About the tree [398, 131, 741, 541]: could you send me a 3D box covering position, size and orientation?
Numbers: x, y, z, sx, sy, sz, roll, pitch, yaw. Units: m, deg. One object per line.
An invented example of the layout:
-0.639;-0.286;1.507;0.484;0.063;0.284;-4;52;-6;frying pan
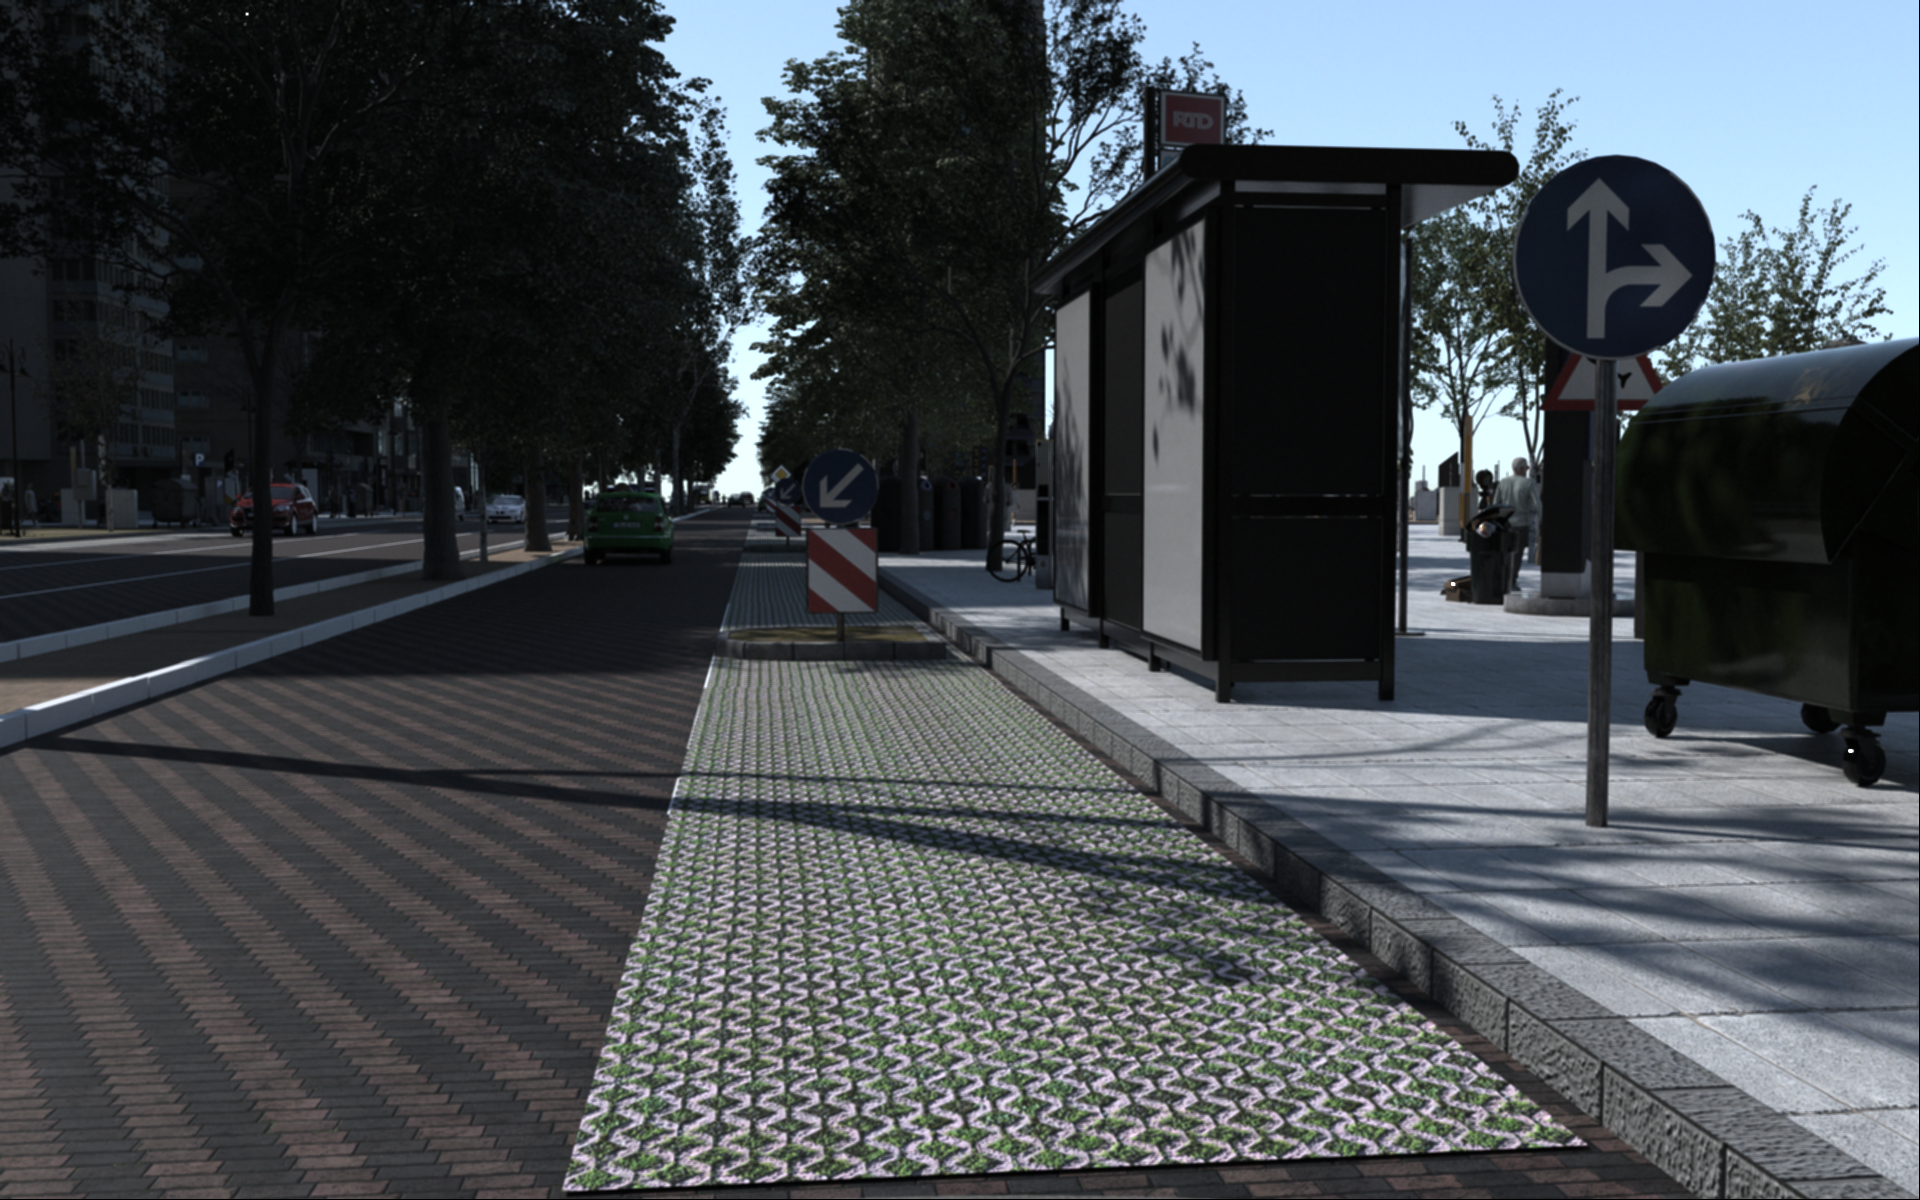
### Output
-11.667;-8.131;52.406;9.611;12.733;9.660;0;3;0;tree

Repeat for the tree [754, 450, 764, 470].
-30.812;-23.834;300.054;12.009;13.543;11.850;0;3;0;tree

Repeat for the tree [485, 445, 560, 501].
-42.440;-15.208;166.770;7.486;12.596;7.792;0;3;0;tree

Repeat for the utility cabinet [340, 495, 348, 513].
-43.004;-6.713;120.919;0.306;1.237;1.020;0;4;2;utility cabinet

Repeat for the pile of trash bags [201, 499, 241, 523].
-31.993;-4.114;77.010;3.447;1.369;1.912;0;4;2;pile of trash bags

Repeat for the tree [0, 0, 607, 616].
-8.169;-5.062;19.637;8.767;10.594;7.601;0;4;-7;tree

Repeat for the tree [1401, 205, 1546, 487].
18.193;-8.343;62.165;9.928;11.665;9.643;0;3;0;tree

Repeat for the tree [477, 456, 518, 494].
-39.041;-9.945;146.314;4.285;4.588;4.351;0;3;0;tree

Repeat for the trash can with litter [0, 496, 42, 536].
-29.573;-2.586;53.338;2.233;1.210;1.678;2;4;24;trash can with litter

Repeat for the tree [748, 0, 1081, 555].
-0.657;-7.246;36.603;7.486;12.596;7.792;0;3;0;tree

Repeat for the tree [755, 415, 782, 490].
-24.053;-19.680;238.777;9.611;12.733;9.660;0;3;0;tree

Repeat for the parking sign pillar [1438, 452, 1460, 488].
31.171;-7.456;110.372;1.447;3.967;1.447;-3;5;-45;parking sign pillar

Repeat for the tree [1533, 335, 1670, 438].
20.155;-6.378;54.651;4.360;8.622;3.978;0;3;0;tree

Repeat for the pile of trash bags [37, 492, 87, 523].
-40.383;-4.158;77.731;1.912;1.369;3.447;-2;4;-31;pile of trash bags

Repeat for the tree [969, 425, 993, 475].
0.825;-12.153;149.065;4.360;8.622;3.978;0;3;0;tree

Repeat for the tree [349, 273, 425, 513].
-34.688;-15.764;113.636;12.611;20.169;13.585;0;3;0;tree

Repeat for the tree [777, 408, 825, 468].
-12.917;-11.696;141.587;4.737;8.622;4.395;0;3;0;tree

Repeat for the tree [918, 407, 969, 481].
-1.777;-10.930;129.067;4.360;8.622;3.978;0;3;0;tree

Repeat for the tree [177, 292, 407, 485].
-31.396;-10.504;82.112;12.009;13.543;11.850;0;3;0;tree

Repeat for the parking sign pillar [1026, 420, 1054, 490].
2.715;-3.328;42.884;1.447;3.967;1.447;-3;5;-42;parking sign pillar

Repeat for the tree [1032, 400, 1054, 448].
7.660;-11.123;132.222;4.737;8.622;4.395;0;3;0;tree

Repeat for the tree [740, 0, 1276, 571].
0.567;-5.736;28.203;8.767;10.594;7.601;0;4;-4;tree

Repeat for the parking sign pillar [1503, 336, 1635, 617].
6.642;-1.845;18.643;1.447;3.967;1.447;2;4;31;parking sign pillar

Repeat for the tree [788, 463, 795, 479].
-17.309;-12.093;181.442;4.285;4.588;4.351;0;3;0;tree

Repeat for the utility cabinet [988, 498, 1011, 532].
1.224;-2.933;59.108;1.020;1.237;0.306;0;4;-1;utility cabinet

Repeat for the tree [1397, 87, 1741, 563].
10.745;-4.980;31.781;4.737;8.622;4.395;0;3;0;tree

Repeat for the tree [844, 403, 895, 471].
-6.430;-10.076;115.105;4.360;8.622;3.978;0;3;0;tree

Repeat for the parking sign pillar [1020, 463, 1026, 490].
4.749;-7.868;117.106;1.447;3.967;1.447;1;4;23;parking sign pillar

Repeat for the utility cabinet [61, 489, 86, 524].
-37.146;-3.907;72.554;1.173;1.500;0.318;2;4;29;utility cabinet

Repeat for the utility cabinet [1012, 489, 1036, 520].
3.110;-4.593;83.776;1.173;1.500;0.318;-1;4;-11;utility cabinet

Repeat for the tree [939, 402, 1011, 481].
0.864;-8.646;91.732;4.737;8.622;4.395;0;3;0;tree

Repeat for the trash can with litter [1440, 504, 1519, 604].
6.073;-0.553;20.426;0.624;1.170;1.055;-1;4;-23;trash can with litter

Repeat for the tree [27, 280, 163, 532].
-29.206;-6.632;58.795;4.360;8.622;3.978;0;3;0;tree

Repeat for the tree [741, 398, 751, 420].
-19.036;-12.136;117.894;9.611;12.733;9.660;0;3;0;tree

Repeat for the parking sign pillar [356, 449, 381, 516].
-35.808;-7.071;104.088;1.447;3.967;1.447;-2;4;-24;parking sign pillar

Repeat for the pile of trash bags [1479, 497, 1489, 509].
44.132;-8.574;149.934;3.447;1.369;1.912;2;4;34;pile of trash bags

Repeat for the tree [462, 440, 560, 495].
-40.581;-15.049;156.420;12.009;13.543;11.850;0;3;0;tree

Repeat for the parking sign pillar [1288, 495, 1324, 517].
12.448;-4.501;62.066;1.447;3.967;1.447;2;4;32;parking sign pillar

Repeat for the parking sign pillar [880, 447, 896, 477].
-3.413;-6.075;87.793;1.447;3.967;1.447;0;4;-2;parking sign pillar

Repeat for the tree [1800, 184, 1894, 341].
20.455;-5.628;42.374;4.737;8.622;4.395;0;3;0;tree

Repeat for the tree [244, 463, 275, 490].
-38.744;-6.161;95.340;1.663;3.219;1.824;0;3;0;tree

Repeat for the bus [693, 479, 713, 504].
-37.776;-16.043;253.846;2.896;3.916;12.252;0;4;-5;bus

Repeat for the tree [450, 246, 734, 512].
-13.172;-8.275;63.511;9.928;11.665;9.643;0;3;0;tree

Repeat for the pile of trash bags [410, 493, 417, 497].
-43.293;-7.891;138.763;1.912;1.369;3.447;-3;4;-39;pile of trash bags

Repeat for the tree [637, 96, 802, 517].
-13.860;-13.629;81.181;12.611;20.169;13.585;0;3;0;tree

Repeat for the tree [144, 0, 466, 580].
-8.597;-7.293;28.355;9.857;13.997;8.962;0;3;0;tree

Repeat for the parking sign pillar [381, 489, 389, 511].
-43.139;-8.566;128.520;1.447;3.967;1.447;-2;4;-35;parking sign pillar

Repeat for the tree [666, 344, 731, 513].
-19.703;-12.595;126.511;7.486;12.596;7.792;0;3;0;tree

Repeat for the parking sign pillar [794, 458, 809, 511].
-11.907;-8.708;130.840;1.447;3.967;1.447;2;4;26;parking sign pillar

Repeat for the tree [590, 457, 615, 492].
-49.614;-17.648;238.912;4.737;8.622;4.395;0;3;0;tree

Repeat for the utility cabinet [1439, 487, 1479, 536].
15.215;-2.703;52.869;1.173;1.500;0.318;-1;4;-15;utility cabinet

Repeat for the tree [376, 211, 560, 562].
-9.882;-5.064;35.613;4.360;8.622;3.978;0;3;0;tree
